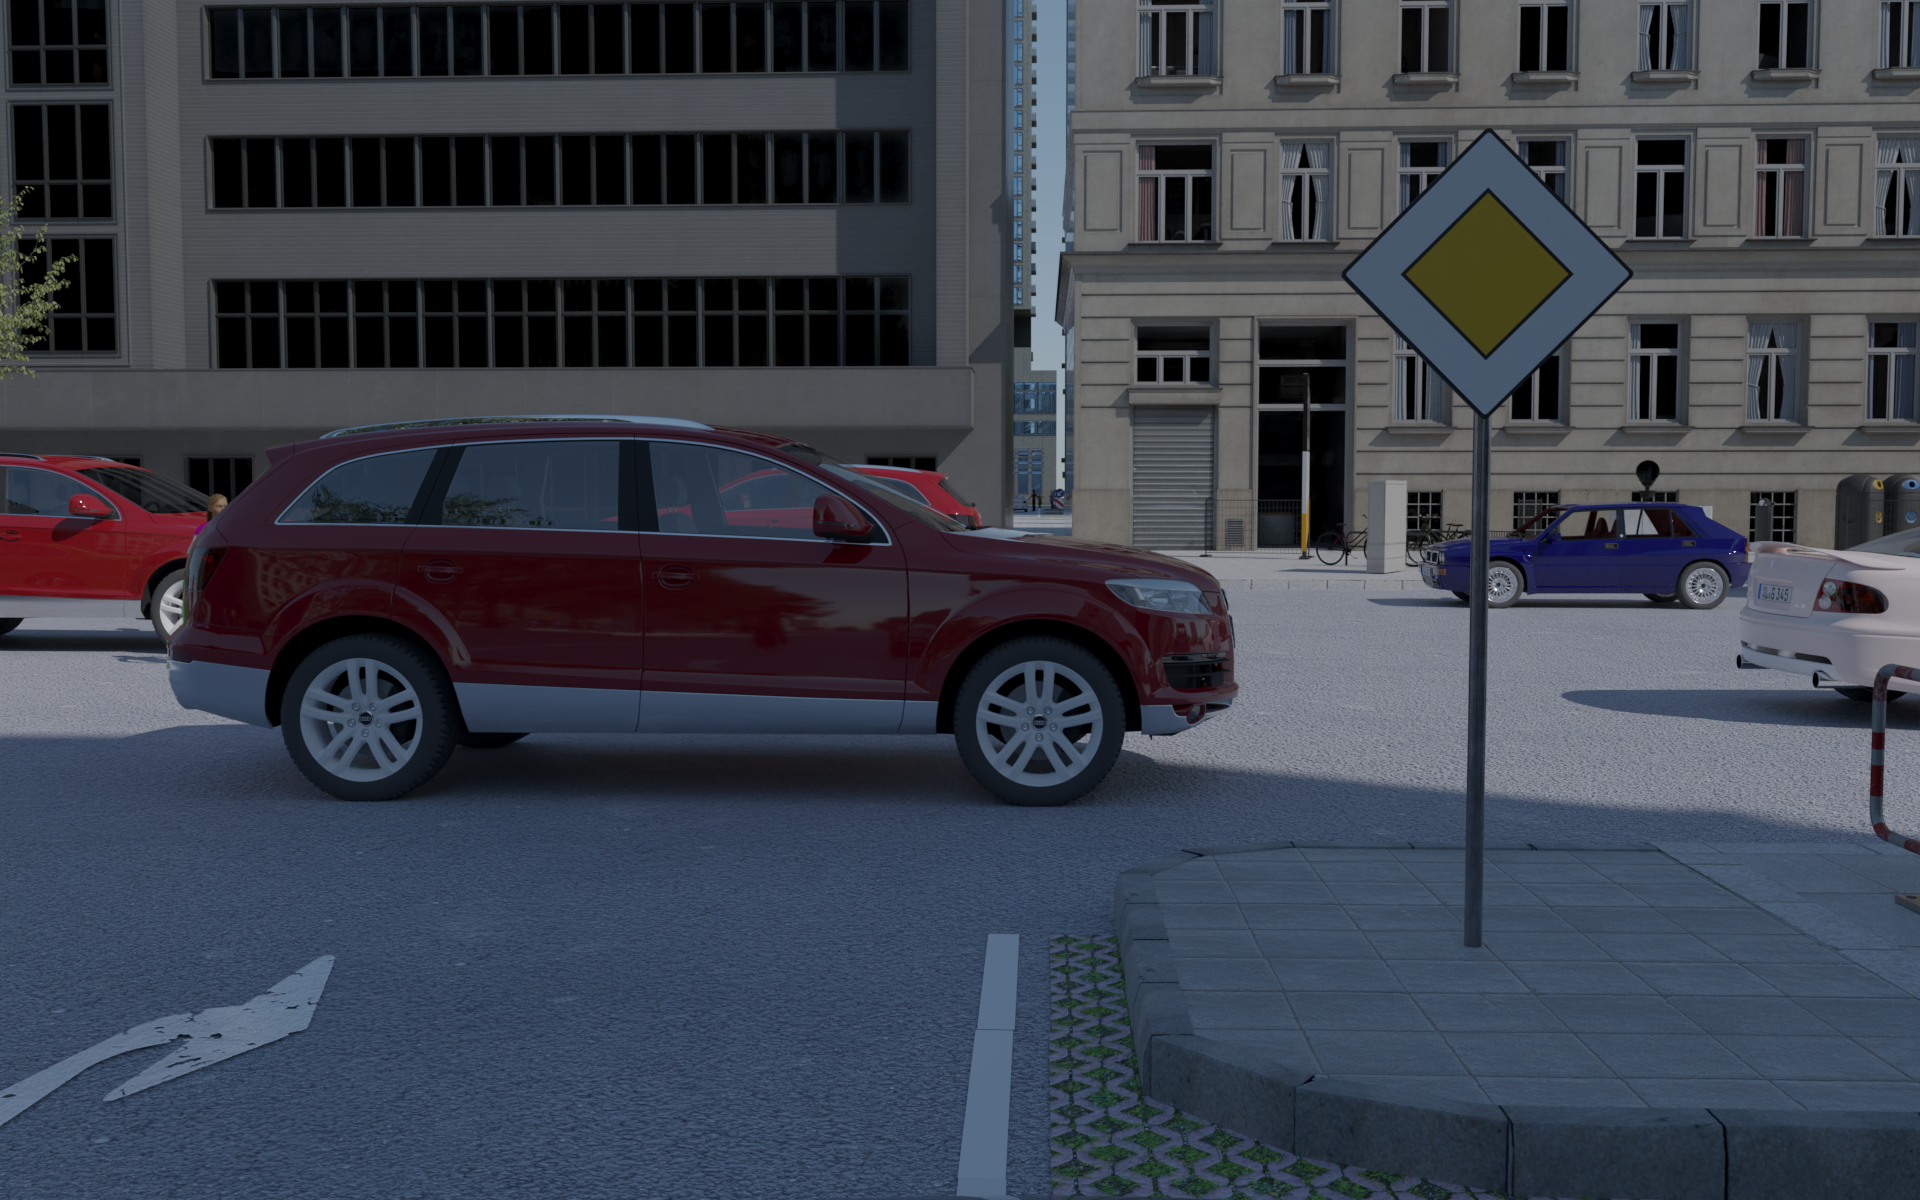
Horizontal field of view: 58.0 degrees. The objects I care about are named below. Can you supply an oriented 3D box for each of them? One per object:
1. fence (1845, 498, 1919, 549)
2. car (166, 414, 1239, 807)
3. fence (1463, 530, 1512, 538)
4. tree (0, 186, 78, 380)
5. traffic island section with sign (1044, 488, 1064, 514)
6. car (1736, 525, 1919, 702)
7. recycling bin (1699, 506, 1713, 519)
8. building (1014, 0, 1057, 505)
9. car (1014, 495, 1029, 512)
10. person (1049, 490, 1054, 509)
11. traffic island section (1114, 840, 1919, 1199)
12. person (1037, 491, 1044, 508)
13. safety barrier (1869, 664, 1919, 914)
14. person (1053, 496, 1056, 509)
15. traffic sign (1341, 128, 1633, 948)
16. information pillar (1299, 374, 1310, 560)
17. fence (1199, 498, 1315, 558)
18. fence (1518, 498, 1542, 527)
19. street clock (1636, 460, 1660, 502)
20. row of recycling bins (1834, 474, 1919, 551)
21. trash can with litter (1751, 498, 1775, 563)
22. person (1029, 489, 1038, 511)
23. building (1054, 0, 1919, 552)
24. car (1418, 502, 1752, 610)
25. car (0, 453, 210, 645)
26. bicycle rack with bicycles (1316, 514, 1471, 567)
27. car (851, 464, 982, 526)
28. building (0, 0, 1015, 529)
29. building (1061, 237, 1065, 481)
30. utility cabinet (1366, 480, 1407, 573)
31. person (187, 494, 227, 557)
[{"bbox_3d":[18.279,-1.377,33.724,0.480,1.192,2.264,-2,4,-32],"label":"fence"},{"bbox_3d":[-1.239,-0.015,8.923,5.304,1.827,2.281,0,4,2],"label":"car"},{"bbox_3d":[8.771,-0.788,28.252,0.278,0.683,2.069,-1,4,-17],"label":"fence"},{"bbox_3d":[-19.654,-5.076,33.351,4.737,8.622,4.395,0,3,0],"label":"tree"},{"bbox_3d":[8.199,-8.588,149.035,1.989,1.847,2.006,0,4,3],"label":"traffic island section with sign"},{"bbox_3d":[7.620,0.074,11.155,4.827,1.381,2.083,0,4,3],"label":"car"},{"bbox_3d":[15.600,-1.504,37.137,0.722,1.027,0.722,-2,4,-30],"label":"recycling bin"},{"bbox_3d":[-3.933,-54.718,207.309,31.000,86.520,22.319,0,4,3],"label":"building"},{"bbox_3d":[4.471,-7.670,137.762,2.083,1.381,4.827,0,4,2],"label":"car"},{"bbox_3d":[8.115,-8.991,156.026,0.750,1.759,0.617,2,4,34],"label":"person"},{"bbox_3d":[1.479,1.061,4.935,2.009,0.180,2.903,0,4,3],"label":"traffic island section"},{"bbox_3d":[8.290,-10.334,178.198,0.721,1.736,1.217,3,5,40],"label":"person"},{"bbox_3d":[3.079,0.548,5.320,0.300,0.817,1.120,0,4,3],"label":"safety barrier"},{"bbox_3d":[8.673,-9.097,157.948,0.721,1.736,1.217,3,5,42],"label":"person"},{"bbox_3d":[1.455,-0.074,4.859,0.795,2.450,0.064,0,4,3],"label":"traffic sign"},{"bbox_3d":[6.783,-2.606,33.964,0.183,3.616,0.504,1,4,17],"label":"information pillar"},{"bbox_3d":[6.030,-1.465,35.154,2.264,1.192,0.480,1,4,20],"label":"fence"},{"bbox_3d":[11.062,-1.371,33.620,0.480,1.192,2.264,2,4,30],"label":"fence"},{"bbox_3d":[14.648,-1.979,36.933,0.471,2.002,0.358,1,4,19],"label":"street clock"},{"bbox_3d":[19.813,-1.750,35.717,3.534,1.692,1.069,0,4,-3],"label":"row of recycling bins"},{"bbox_3d":[13.346,-1.081,28.733,1.678,1.210,2.233,0,4,8],"label":"trash can with litter"},{"bbox_3d":[6.115,-8.297,144.089,0.705,1.831,1.348,3,4,37],"label":"person"},{"bbox_3d":[17.088,-12.953,45.068,30.059,22.955,16.112,0,4,3],"label":"building"},{"bbox_3d":[7.982,-0.597,22.344,3.894,1.354,1.945,0,4,5],"label":"car"},{"bbox_3d":[-8.409,-0.478,16.491,5.304,1.827,2.281,0,4,4],"label":"car"},{"bbox_3d":[8.203,-1.070,30.874,2.852,0.926,2.925,-3,4,-39],"label":"bicycle rack with bicycles"},{"bbox_3d":[-2.284,-0.849,22.562,5.304,1.827,2.281,0,4,3],"label":"car"},{"bbox_3d":[-13.600,-13.863,45.733,30.058,24.678,14.314,0,4,3],"label":"building"},{"bbox_3d":[24.548,-31.810,211.978,23.993,40.220,32.217,0,4,3],"label":"building"},{"bbox_3d":[6.941,-1.194,28.206,0.318,1.500,1.173,2,4,30],"label":"utility cabinet"},{"bbox_3d":[-6.003,-0.153,14.240,0.776,1.435,0.726,3,5,42],"label":"person"}]
